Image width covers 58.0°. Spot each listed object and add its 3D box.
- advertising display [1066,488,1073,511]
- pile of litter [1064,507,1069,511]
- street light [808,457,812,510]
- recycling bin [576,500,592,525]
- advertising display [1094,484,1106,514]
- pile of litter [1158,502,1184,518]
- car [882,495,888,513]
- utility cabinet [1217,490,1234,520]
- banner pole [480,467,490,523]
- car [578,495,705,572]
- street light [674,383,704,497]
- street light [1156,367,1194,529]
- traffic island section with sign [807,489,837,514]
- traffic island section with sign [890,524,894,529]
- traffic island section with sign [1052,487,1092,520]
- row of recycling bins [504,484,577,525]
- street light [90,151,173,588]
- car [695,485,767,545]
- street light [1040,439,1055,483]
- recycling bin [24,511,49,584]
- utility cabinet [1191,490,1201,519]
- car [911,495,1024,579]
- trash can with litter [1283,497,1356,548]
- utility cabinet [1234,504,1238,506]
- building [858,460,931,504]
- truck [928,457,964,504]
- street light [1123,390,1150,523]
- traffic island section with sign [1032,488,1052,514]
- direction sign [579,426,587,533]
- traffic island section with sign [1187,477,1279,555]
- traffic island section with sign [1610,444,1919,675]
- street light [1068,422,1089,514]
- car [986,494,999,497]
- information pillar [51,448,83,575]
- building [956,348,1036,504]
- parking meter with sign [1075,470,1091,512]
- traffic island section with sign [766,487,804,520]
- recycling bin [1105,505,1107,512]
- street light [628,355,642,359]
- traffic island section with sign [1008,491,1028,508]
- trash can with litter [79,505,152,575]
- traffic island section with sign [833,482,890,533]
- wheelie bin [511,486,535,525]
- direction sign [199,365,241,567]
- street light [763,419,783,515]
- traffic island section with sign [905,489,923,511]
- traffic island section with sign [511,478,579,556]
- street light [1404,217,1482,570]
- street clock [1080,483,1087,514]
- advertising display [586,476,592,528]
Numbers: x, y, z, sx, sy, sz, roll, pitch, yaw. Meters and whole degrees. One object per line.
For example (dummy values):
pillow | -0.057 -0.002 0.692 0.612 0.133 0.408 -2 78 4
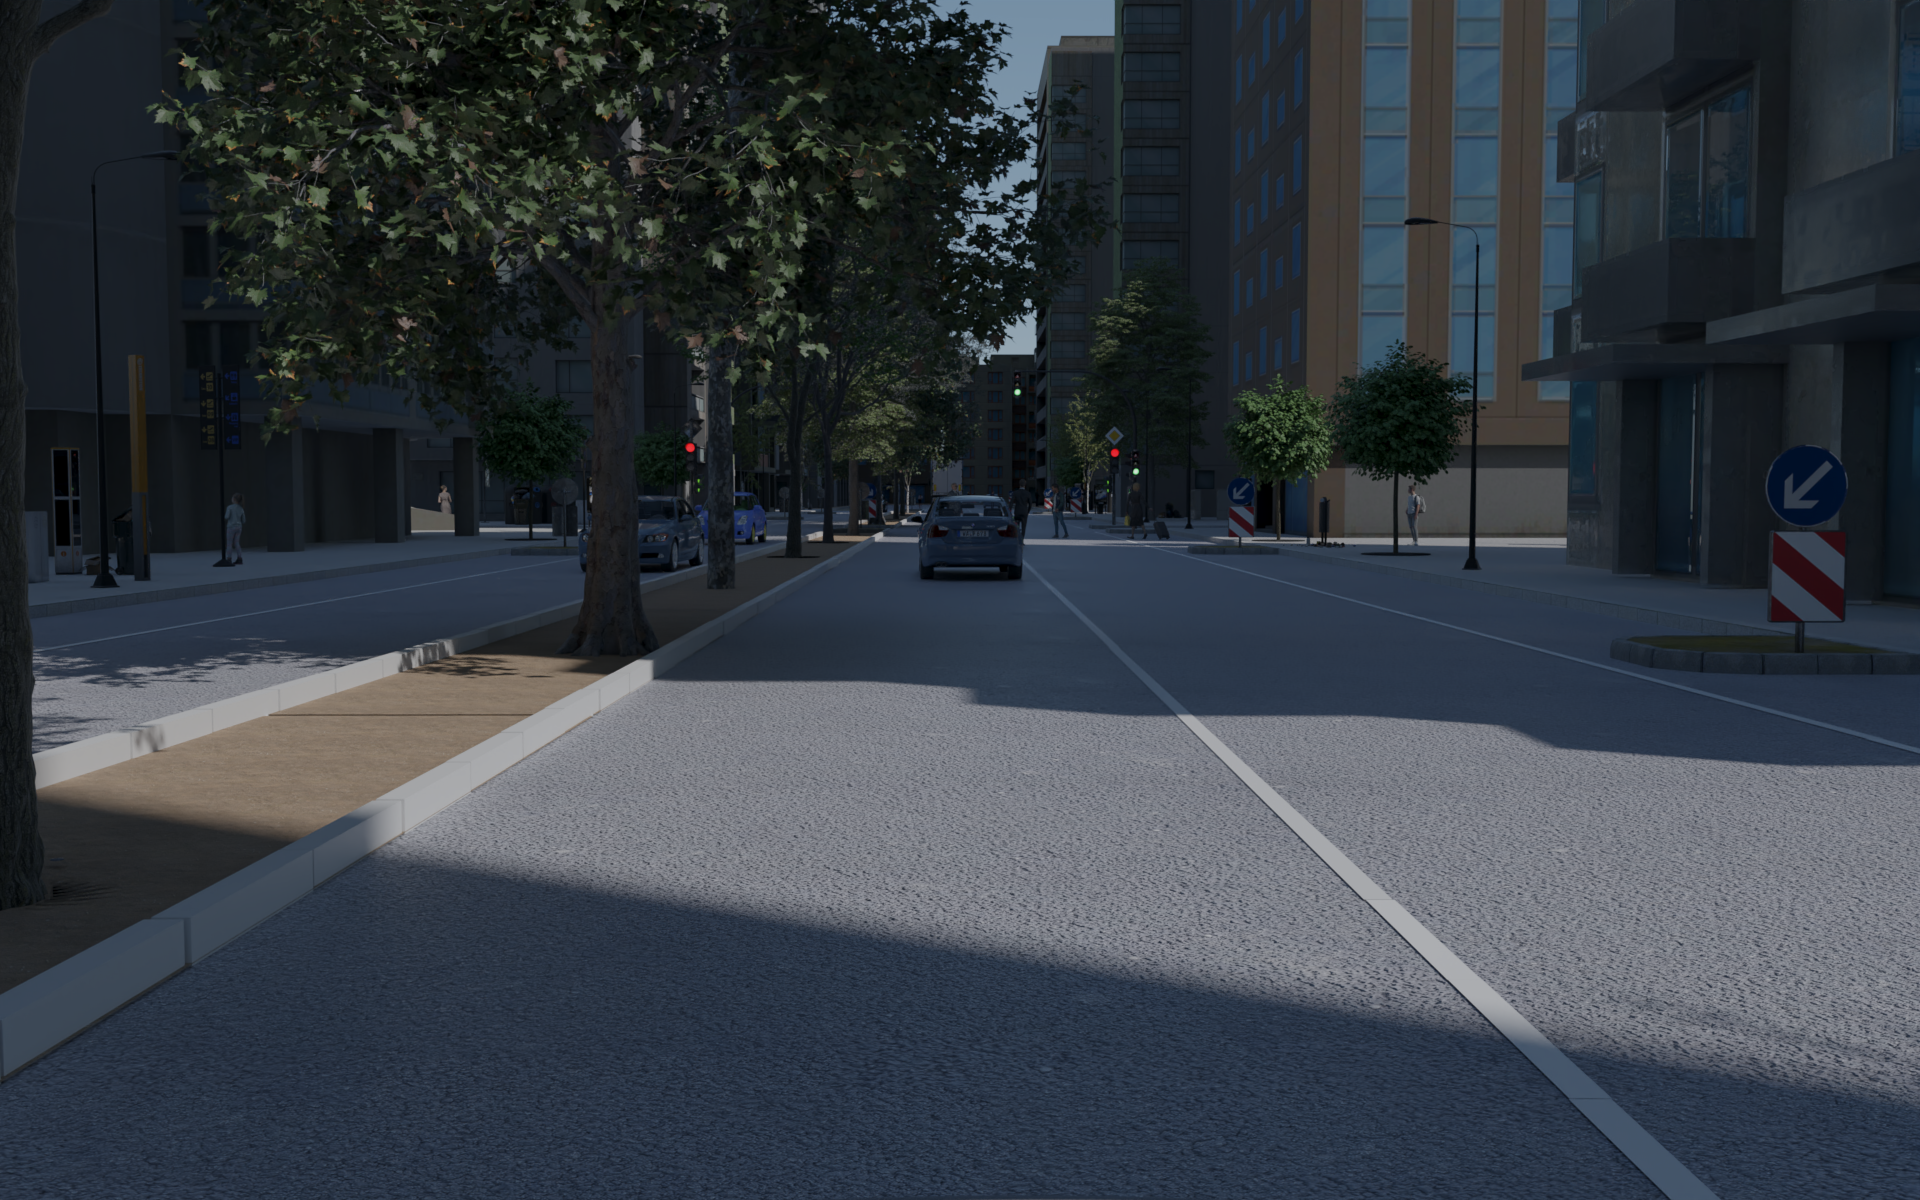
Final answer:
advertising display | 8.451 -7.741 131.783 0.974 1.923 0.123 -3 5 -39
pile of litter | 8.680 -7.413 135.162 1.719 0.858 1.176 -2 4 -35
street light | -11.741 -10.330 141.437 1.470 5.913 1.316 0 4 0
recycling bin | -15.645 -3.681 72.739 0.722 1.027 0.722 3 5 45
advertising display | 9.107 -6.614 113.357 0.123 1.923 0.974 3 4 37
pile of litter | 11.049 -4.781 92.140 1.719 0.858 1.176 1 4 9
car | -6.573 -7.623 134.421 2.009 1.686 4.222 0 4 1
utility cabinet | 13.319 -4.716 85.783 1.173 1.500 0.318 0 4 1
banner pole | -21.127 -5.334 77.235 0.401 3.779 0.863 -3 4 -36
car | -6.063 -1.309 33.405 2.014 1.417 4.499 0 4 2
street light | -11.342 -6.099 72.262 1.470 5.913 1.316 0 4 0
street light | 7.889 -5.568 63.575 1.470 5.913 1.316 0 4 0
traffic island section with sign | -9.844 -7.044 123.802 1.989 1.847 2.006 0 4 0
traffic island section with sign | -3.735 -3.877 71.528 2.006 1.907 1.989 0 4 0
traffic island section with sign | 6.309 -5.386 96.696 1.989 1.847 2.006 0 4 0
row of recycling bins | -18.023 -4.113 74.360 1.069 1.692 3.534 3 4 38
street light | -11.192 -3.122 23.591 1.470 5.913 1.316 0 4 0
car | -6.638 -2.480 50.147 1.945 1.707 3.694 0 4 1
street light | 7.503 -10.667 146.953 1.470 5.913 1.316 0 4 0
recycling bin | -13.698 -0.766 25.080 0.722 1.027 0.722 -1 4 -10
utility cabinet | 11.769 -4.776 86.759 0.318 1.500 1.173 0 4 -7
car | 0.146 -1.128 30.444 2.014 1.417 4.499 0 4 -2
trash can with litter | 8.802 -1.897 42.078 1.678 1.210 2.233 0 4 3
utility cabinet | 10.751 -3.280 64.793 1.020 1.237 0.306 0 4 7
building | -10.436 -35.879 236.726 14.200 45.320 14.600 0 4 0
truck | -1.094 -9.120 138.028 2.839 4.237 11.283 0 4 -1
street light | 7.824 -6.421 77.518 1.470 5.913 1.316 0 4 0
traffic island section with sign | 6.181 -7.035 123.651 1.989 1.847 2.006 0 4 0
direction sign | -12.548 -4.023 57.768 0.379 3.537 0.876 -1 4 -23
traffic island section with sign | 6.561 -2.035 41.898 1.989 1.847 2.006 0 4 0
traffic island section with sign | 6.685 -0.370 14.679 1.989 1.847 2.006 0 4 0
street light | 7.683 -8.559 112.479 1.470 5.913 1.316 0 4 0
car | 3.232 -9.975 175.099 2.014 1.417 4.499 0 4 1
information pillar | -14.200 -1.410 27.544 0.304 2.012 0.304 0 4 1
building | 12.356 -24.442 244.665 28.899 21.520 27.650 0 4 0
parking meter with sign | 8.635 -7.847 124.561 0.543 3.016 1.738 -3 5 -41
traffic island section with sign | -9.721 -5.371 96.449 1.989 1.847 2.006 0 4 0
recycling bin | 10.997 -6.937 125.976 0.722 1.027 0.722 -1 4 -10
street light | -11.318 -5.224 57.954 1.470 5.913 1.316 0 4 0
traffic island section with sign | 5.943 -10.106 173.856 1.989 1.847 2.006 0 4 0
trash can with litter | -13.399 -0.983 27.466 1.055 1.170 0.624 -1 4 -11
traffic island section with sign | -3.711 -3.424 64.121 2.006 1.907 1.989 0 4 0
wheelie bin | -18.178 -3.920 71.995 0.980 1.594 0.693 0 4 -6
direction sign | -13.010 -2.355 30.506 0.876 3.537 0.379 1 4 20
street light | -11.622 -8.231 107.112 1.470 5.913 1.316 0 4 0
traffic island section with sign | -4.092 -8.473 146.666 2.006 1.907 1.989 0 4 0
traffic island section with sign | -9.473 -1.995 41.250 1.989 1.847 2.006 0 4 0
street light | 8.154 -3.468 29.243 1.470 5.913 1.316 0 4 0
street clock | 7.844 -6.428 109.667 0.358 2.002 0.471 3 4 37
advertising display | -13.341 -3.557 63.369 0.123 1.923 0.974 1 4 21
